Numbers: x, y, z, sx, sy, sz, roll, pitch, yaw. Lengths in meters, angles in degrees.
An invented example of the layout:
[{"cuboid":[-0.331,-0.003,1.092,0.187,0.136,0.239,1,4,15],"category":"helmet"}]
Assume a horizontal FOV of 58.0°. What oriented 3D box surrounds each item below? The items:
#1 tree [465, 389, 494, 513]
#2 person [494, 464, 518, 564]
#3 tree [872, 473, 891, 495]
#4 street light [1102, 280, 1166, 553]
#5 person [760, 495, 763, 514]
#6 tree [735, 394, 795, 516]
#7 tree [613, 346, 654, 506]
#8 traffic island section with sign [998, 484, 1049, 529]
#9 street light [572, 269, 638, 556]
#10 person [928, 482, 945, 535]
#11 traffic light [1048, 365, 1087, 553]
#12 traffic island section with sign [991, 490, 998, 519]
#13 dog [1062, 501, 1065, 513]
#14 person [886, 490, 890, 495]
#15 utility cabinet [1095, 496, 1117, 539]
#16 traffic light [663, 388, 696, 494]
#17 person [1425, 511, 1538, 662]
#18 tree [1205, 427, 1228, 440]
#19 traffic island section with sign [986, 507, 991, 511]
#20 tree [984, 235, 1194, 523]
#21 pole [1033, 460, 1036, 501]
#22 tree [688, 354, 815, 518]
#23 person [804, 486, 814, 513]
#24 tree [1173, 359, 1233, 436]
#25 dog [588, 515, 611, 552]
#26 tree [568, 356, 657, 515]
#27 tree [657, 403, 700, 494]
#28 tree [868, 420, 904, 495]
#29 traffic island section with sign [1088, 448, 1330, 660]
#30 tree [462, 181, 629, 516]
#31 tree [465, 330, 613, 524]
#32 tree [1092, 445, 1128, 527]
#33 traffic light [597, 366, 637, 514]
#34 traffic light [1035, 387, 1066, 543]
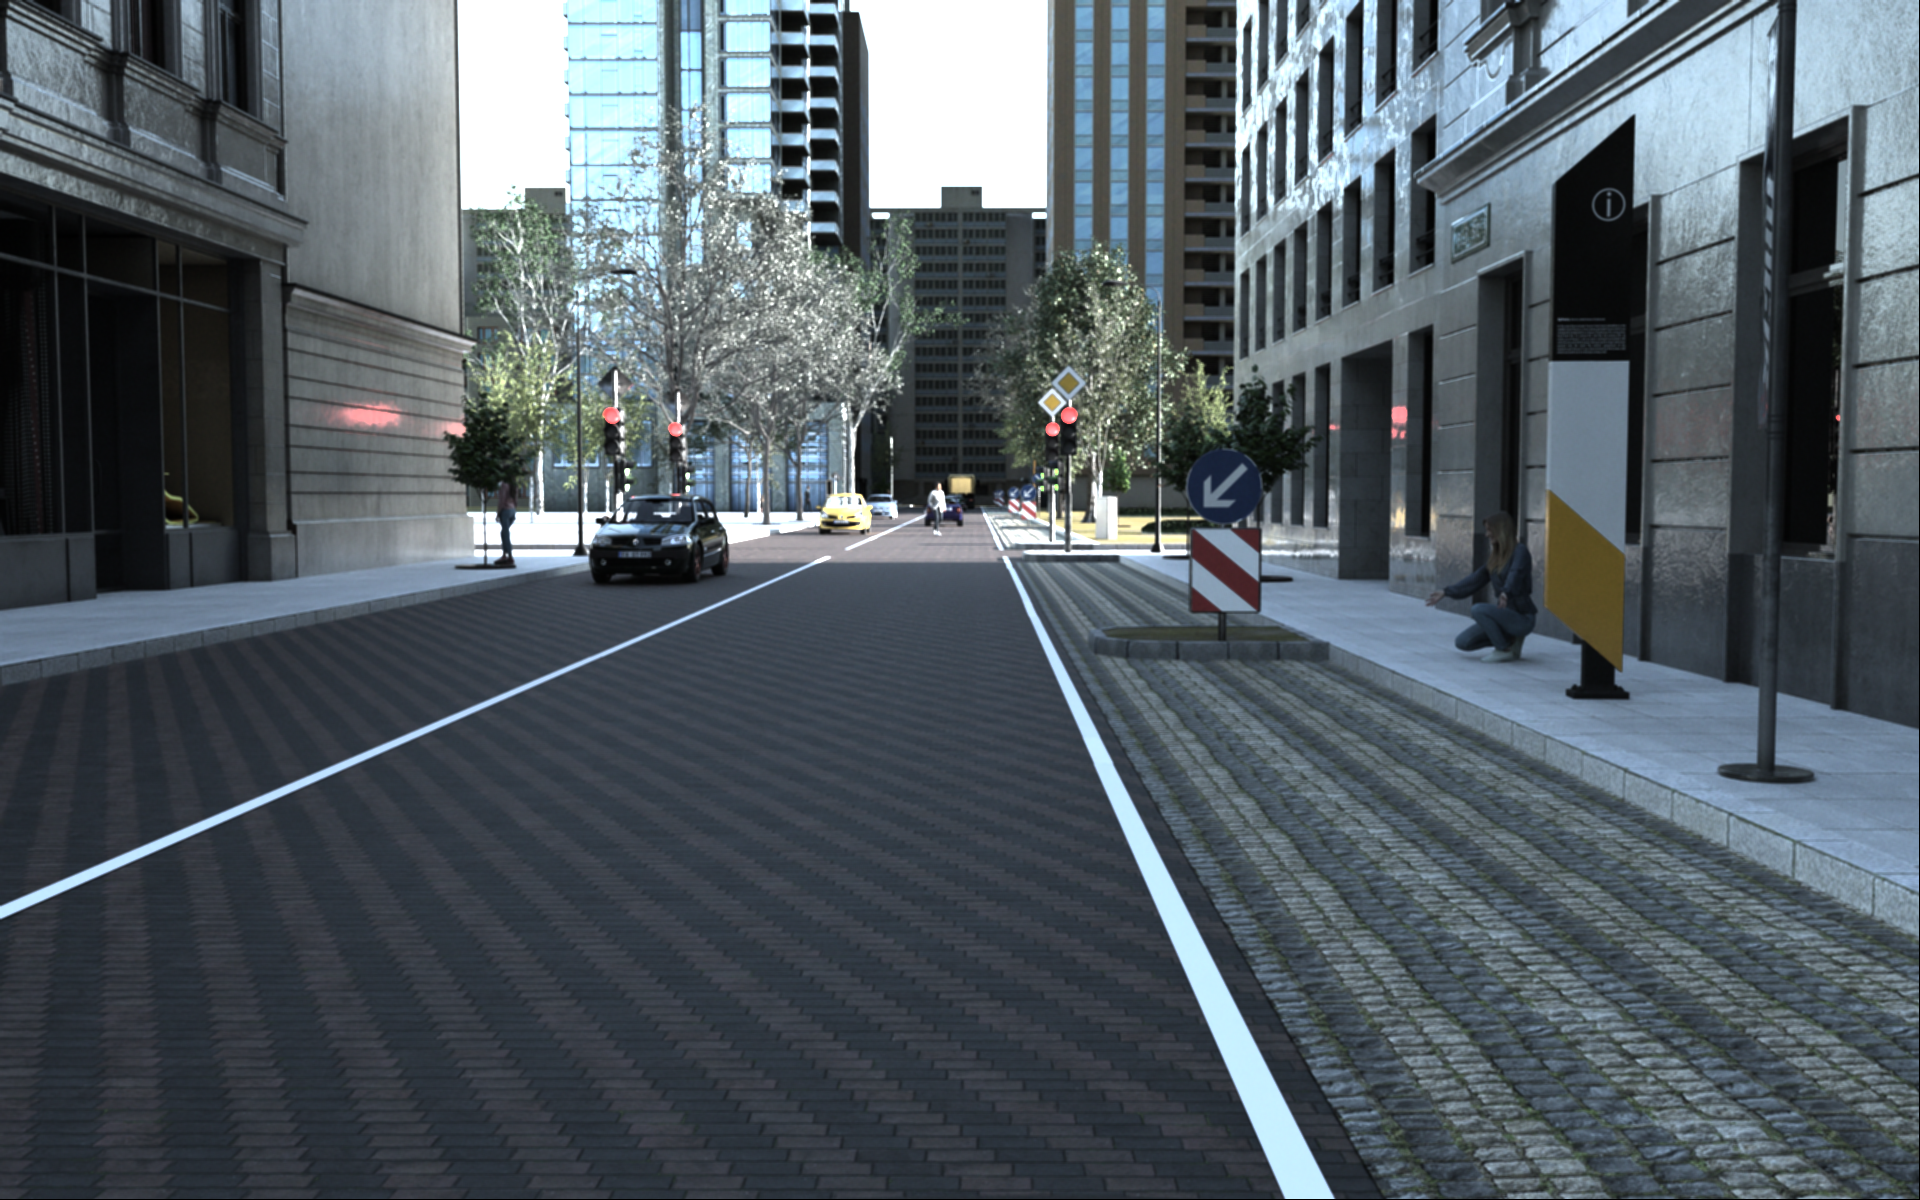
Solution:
[{"cuboid":[-33.016,-10.301,118.782,4.360,8.622,3.978,0,3,0],"category":"tree"},{"cuboid":[-8.256,-1.561,31.580,0.388,1.821,0.555,1,4,11],"category":"person"},{"cuboid":[-6.828,-9.871,155.995,1.663,3.219,1.824,0,3,0],"category":"tree"},{"cuboid":[3.788,-3.990,37.782,1.470,5.913,1.316,0,4,0],"category":"street light"},{"cuboid":[-12.572,-6.060,109.797,0.362,1.253,0.373,-1,4,-10],"category":"person"},{"cuboid":[-11.762,-9.312,102.615,4.360,8.622,3.978,0,3,0],"category":"tree"},{"cuboid":[-16.269,-8.042,81.854,4.737,8.622,4.395,0,3,0],"category":"tree"},{"cuboid":[2.669,-3.792,70.626,1.989,1.847,2.006,0,4,0],"category":"traffic island section with sign"},{"cuboid":[-7.347,-3.873,35.864,1.470,5.913,1.316,0,4,0],"category":"street light"},{"cuboid":[-0.842,-3.186,60.439,0.661,1.843,0.795,-2,4,-34],"category":"person"},{"cuboid":[2.345,-2.990,37.807,0.839,4.253,0.868,0,4,0],"category":"traffic light"},{"cuboid":[2.909,-5.440,97.580,1.989,1.847,2.006,0,4,0],"category":"traffic island section with sign"},{"cuboid":[7.261,-6.445,119.751,0.513,0.831,0.800,2,4,35],"category":"dog"},{"cuboid":[-5.190,-7.291,128.235,0.721,1.766,1.217,0,4,4],"category":"person"},{"cuboid":[4.175,-2.340,49.421,0.306,1.237,1.020,-1,4,-15],"category":"utility cabinet"},{"cuboid":[-7.447,-3.483,45.862,0.839,4.253,0.868,0,4,0],"category":"traffic light"},{"cuboid":[4.084,-0.105,13.250,0.738,1.151,1.012,0,4,-3],"category":"person"},{"cuboid":[12.778,-6.218,85.380,4.285,4.588,4.351,0,3,0],"category":"tree"},{"cuboid":[3.353,-8.541,148.276,1.989,1.847,2.006,0,4,0],"category":"traffic island section with sign"},{"cuboid":[5.872,-9.794,77.146,9.611,12.733,9.660,0,3,0],"category":"tree"},{"cuboid":[4.510,-6.793,104.914,0.158,3.312,0.155,0,3,0],"category":"pole"},{"cuboid":[-11.229,-9.715,93.254,7.601,10.594,8.767,0,4,6],"category":"tree"},{"cuboid":[-10.482,-6.974,119.852,0.755,1.850,0.659,2,4,24],"category":"person"},{"cuboid":[13.454,-8.769,93.738,4.737,8.622,4.395,0,3,0],"category":"tree"},{"cuboid":[-8.171,-1.495,38.822,0.800,0.831,0.513,-1,4,-20],"category":"dog"},{"cuboid":[-18.272,-8.582,90.680,4.360,8.622,3.978,0,3,0],"category":"tree"},{"cuboid":[-19.863,-10.290,118.601,4.360,8.622,3.978,0,3,0],"category":"tree"},{"cuboid":[-7.610,-13.532,171.609,4.737,8.622,4.395,0,3,0],"category":"tree"},{"cuboid":[2.194,-0.439,15.805,1.989,1.847,2.006,0,4,0],"category":"traffic island section with sign"},{"cuboid":[-25.095,-15.182,104.118,12.611,20.169,13.585,0,3,0],"category":"tree"},{"cuboid":[-18.257,-7.570,74.134,4.737,8.622,4.395,0,3,0],"category":"tree"},{"cuboid":[6.243,-4.485,67.925,1.663,3.219,1.824,0,3,0],"category":"tree"},{"cuboid":[-7.516,-2.994,37.877,0.839,4.253,0.868,0,4,0],"category":"traffic light"},{"cuboid":[2.414,-3.478,45.792,0.839,4.253,0.868,0,4,0],"category":"traffic light"}]
